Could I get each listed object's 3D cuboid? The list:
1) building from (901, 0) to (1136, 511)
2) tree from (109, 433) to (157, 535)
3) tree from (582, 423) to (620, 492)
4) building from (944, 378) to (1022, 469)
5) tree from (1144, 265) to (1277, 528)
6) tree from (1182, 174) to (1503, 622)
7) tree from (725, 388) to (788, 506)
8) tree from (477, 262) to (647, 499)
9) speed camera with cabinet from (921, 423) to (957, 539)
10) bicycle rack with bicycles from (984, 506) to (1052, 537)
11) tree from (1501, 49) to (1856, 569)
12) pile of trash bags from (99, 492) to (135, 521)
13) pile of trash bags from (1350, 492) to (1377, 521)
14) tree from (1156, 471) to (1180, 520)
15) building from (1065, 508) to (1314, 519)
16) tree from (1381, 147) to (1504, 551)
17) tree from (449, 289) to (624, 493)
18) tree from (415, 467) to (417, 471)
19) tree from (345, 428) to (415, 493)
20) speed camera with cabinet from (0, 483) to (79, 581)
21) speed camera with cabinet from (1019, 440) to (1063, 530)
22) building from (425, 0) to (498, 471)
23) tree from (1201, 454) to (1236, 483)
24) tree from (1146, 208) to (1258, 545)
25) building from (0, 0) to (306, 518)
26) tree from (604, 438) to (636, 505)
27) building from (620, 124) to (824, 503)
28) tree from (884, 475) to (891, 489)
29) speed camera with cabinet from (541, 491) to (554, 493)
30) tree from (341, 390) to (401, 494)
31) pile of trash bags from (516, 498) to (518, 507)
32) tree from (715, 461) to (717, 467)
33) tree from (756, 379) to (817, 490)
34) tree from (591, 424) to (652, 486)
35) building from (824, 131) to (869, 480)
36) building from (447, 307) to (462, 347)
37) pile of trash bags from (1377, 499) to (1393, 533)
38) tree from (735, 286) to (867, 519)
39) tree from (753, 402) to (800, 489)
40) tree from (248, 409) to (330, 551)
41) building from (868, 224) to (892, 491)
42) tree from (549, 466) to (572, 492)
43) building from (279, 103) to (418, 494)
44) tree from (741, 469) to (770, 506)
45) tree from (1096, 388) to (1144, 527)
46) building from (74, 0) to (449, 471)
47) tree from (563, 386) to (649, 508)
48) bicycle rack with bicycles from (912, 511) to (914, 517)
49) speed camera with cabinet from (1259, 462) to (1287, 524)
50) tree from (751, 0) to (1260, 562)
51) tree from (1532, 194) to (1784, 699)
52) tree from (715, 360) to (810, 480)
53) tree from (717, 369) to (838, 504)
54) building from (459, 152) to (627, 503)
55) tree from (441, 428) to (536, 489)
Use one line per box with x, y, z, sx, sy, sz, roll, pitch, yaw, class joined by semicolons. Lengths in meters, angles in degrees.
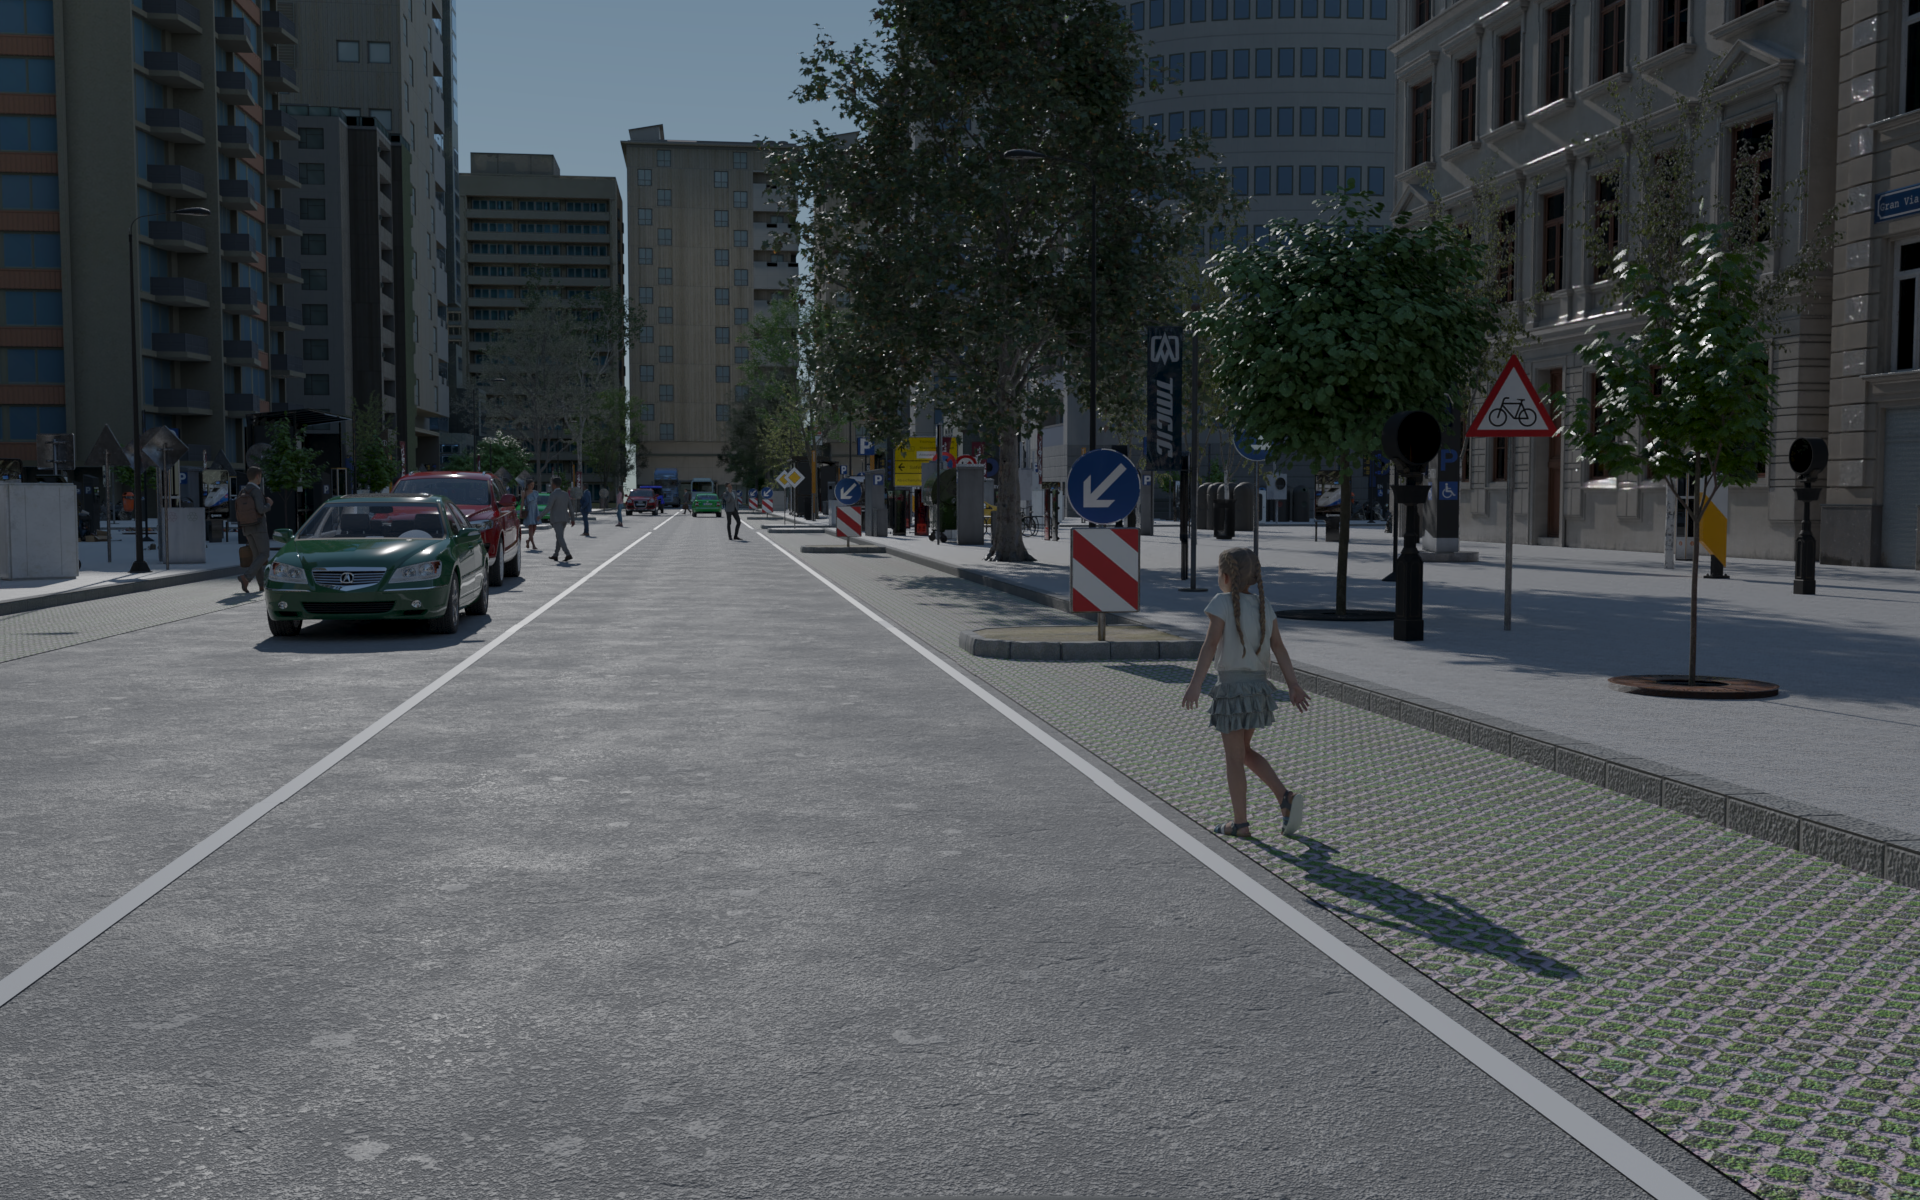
4.190;-38.693;174.629;21.231;58.520;28.212;-1;4;-8;building
-26.057;-3.707;55.209;1.663;3.219;1.824;0;3;0;tree
-36.812;-13.924;178.014;4.737;8.622;4.395;0;3;0;tree
11.975;-49.683;124.991;22.319;86.520;31.000;-1;4;-8;building
8.730;-6.440;55.650;4.360;8.622;3.978;0;3;0;tree
3.917;-2.094;17.951;4.285;4.588;4.351;0;3;0;tree
-21.208;-16.249;183.794;7.486;12.596;7.792;0;3;0;tree
-32.842;-17.581;143.346;12.611;20.169;13.585;0;3;0;tree
-0.522;-3.332;48.815;0.660;3.252;2.038;1;4;17;speed camera with cabinet
1.536;-2.395;52.541;2.852;0.926;2.925;-2;4;-31;bicycle rack with bicycles
12.272;-4.821;29.178;4.360;8.622;3.978;0;3;0;tree
-40.754;-4.508;83.457;3.447;1.369;1.912;3;4;37;pile of trash bags
19.576;-4.625;85.368;1.912;1.369;3.447;0;4;-4;pile of trash bags
10.461;-5.634;86.715;1.663;3.219;1.824;0;3;0;tree
19.041;-34.091;99.390;28.212;58.520;21.231;-1;4;-8;building
10.848;-5.342;37.698;4.360;8.622;3.978;0;3;0;tree
-25.026;-11.791;103.154;12.009;13.543;11.850;0;3;0;tree
-37.381;-7.592;118.722;1.663;3.219;1.824;0;3;0;tree
-17.333;-3.459;51.152;1.663;3.219;1.824;0;3;0;tree
-14.272;-1.915;25.652;0.660;3.252;2.038;3;5;45;speed camera with cabinet
2.889;-4.336;65.231;0.660;3.252;2.038;-3;4;-38;speed camera with cabinet
-67.574;-53.585;188.780;31.000;86.520;22.319;-1;4;-8;building
12.130;-5.355;82.159;1.663;3.219;1.824;0;3;0;tree
6.172;-5.716;43.826;4.737;8.622;4.395;0;3;0;tree
-51.836;-27.327;101.414;22.147;44.769;28.867;-1;4;-8;building
-41.557;-15.888;210.128;4.360;8.622;3.978;0;3;0;tree
-35.258;-40.775;255.916;27.495;52.752;28.713;-1;4;-8;building
-5.801;-8.189;128.492;1.663;3.219;1.824;0;3;0;tree
-31.323;-8.437;132.284;2.038;3.252;0.660;0;4;7;speed camera with cabinet
-42.130;-10.586;123.440;4.737;8.622;4.395;0;3;0;tree
-37.322;-8.016;140.811;1.912;1.369;3.447;2;4;30;pile of trash bags
-27.475;-17.593;222.057;8.767;10.594;7.601;0;4;7;tree
-10.816;-9.822;110.950;4.360;8.622;3.978;0;3;0;tree
-43.150;-17.493;220.414;8.767;10.594;7.601;0;4;-1;tree
-8.133;-41.052;260.433;27.495;52.752;28.713;-1;4;-8;building
-82.867;-34.252;251.895;23.993;40.220;32.217;-1;4;-8;building
15.800;-2.881;56.861;3.447;1.369;1.912;-1;4;-20;pile of trash bags
-7.540;-9.916;87.876;9.928;11.665;9.643;0;3;0;tree
-14.798;-11.464;137.803;4.737;8.622;4.395;0;3;0;tree
-15.380;-2.746;39.492;1.663;3.219;1.824;0;3;0;tree
1.014;-35.266;200.296;21.300;48.544;21.600;-1;4;-8;building
-27.416;-7.613;119.068;1.663;3.219;1.824;0;3;0;tree
-49.898;-22.030;131.886;14.160;30.474;14.107;-1;4;-8;building
-22.441;-12.686;191.134;4.285;4.588;4.351;0;3;0;tree
5.972;-6.797;61.497;4.360;8.622;3.978;0;3;0;tree
-60.809;-34.480;152.983;28.713;52.752;27.495;-1;4;-8;building
-33.177;-14.476;162.442;9.928;11.665;9.643;0;3;0;tree
-2.134;-5.033;95.667;2.925;0.926;2.852;0;4;5;bicycle rack with bicycles
13.028;-4.893;74.329;2.038;3.252;0.660;-2;4;-25;speed camera with cabinet
0.868;-7.093;32.984;9.611;12.733;9.660;0;3;0;tree
4.889;-1.022;11.314;1.663;3.219;1.824;0;3;0;tree
-17.200;-14.937;154.596;12.009;13.543;11.850;0;3;0;tree
-13.166;-11.956;129.891;8.767;10.594;7.601;-1;4;-15;tree
-59.458;-38.262;249.280;21.600;48.544;21.300;-1;4;-8;building
-22.975;-6.279;86.377;4.285;4.588;4.351;0;3;0;tree
